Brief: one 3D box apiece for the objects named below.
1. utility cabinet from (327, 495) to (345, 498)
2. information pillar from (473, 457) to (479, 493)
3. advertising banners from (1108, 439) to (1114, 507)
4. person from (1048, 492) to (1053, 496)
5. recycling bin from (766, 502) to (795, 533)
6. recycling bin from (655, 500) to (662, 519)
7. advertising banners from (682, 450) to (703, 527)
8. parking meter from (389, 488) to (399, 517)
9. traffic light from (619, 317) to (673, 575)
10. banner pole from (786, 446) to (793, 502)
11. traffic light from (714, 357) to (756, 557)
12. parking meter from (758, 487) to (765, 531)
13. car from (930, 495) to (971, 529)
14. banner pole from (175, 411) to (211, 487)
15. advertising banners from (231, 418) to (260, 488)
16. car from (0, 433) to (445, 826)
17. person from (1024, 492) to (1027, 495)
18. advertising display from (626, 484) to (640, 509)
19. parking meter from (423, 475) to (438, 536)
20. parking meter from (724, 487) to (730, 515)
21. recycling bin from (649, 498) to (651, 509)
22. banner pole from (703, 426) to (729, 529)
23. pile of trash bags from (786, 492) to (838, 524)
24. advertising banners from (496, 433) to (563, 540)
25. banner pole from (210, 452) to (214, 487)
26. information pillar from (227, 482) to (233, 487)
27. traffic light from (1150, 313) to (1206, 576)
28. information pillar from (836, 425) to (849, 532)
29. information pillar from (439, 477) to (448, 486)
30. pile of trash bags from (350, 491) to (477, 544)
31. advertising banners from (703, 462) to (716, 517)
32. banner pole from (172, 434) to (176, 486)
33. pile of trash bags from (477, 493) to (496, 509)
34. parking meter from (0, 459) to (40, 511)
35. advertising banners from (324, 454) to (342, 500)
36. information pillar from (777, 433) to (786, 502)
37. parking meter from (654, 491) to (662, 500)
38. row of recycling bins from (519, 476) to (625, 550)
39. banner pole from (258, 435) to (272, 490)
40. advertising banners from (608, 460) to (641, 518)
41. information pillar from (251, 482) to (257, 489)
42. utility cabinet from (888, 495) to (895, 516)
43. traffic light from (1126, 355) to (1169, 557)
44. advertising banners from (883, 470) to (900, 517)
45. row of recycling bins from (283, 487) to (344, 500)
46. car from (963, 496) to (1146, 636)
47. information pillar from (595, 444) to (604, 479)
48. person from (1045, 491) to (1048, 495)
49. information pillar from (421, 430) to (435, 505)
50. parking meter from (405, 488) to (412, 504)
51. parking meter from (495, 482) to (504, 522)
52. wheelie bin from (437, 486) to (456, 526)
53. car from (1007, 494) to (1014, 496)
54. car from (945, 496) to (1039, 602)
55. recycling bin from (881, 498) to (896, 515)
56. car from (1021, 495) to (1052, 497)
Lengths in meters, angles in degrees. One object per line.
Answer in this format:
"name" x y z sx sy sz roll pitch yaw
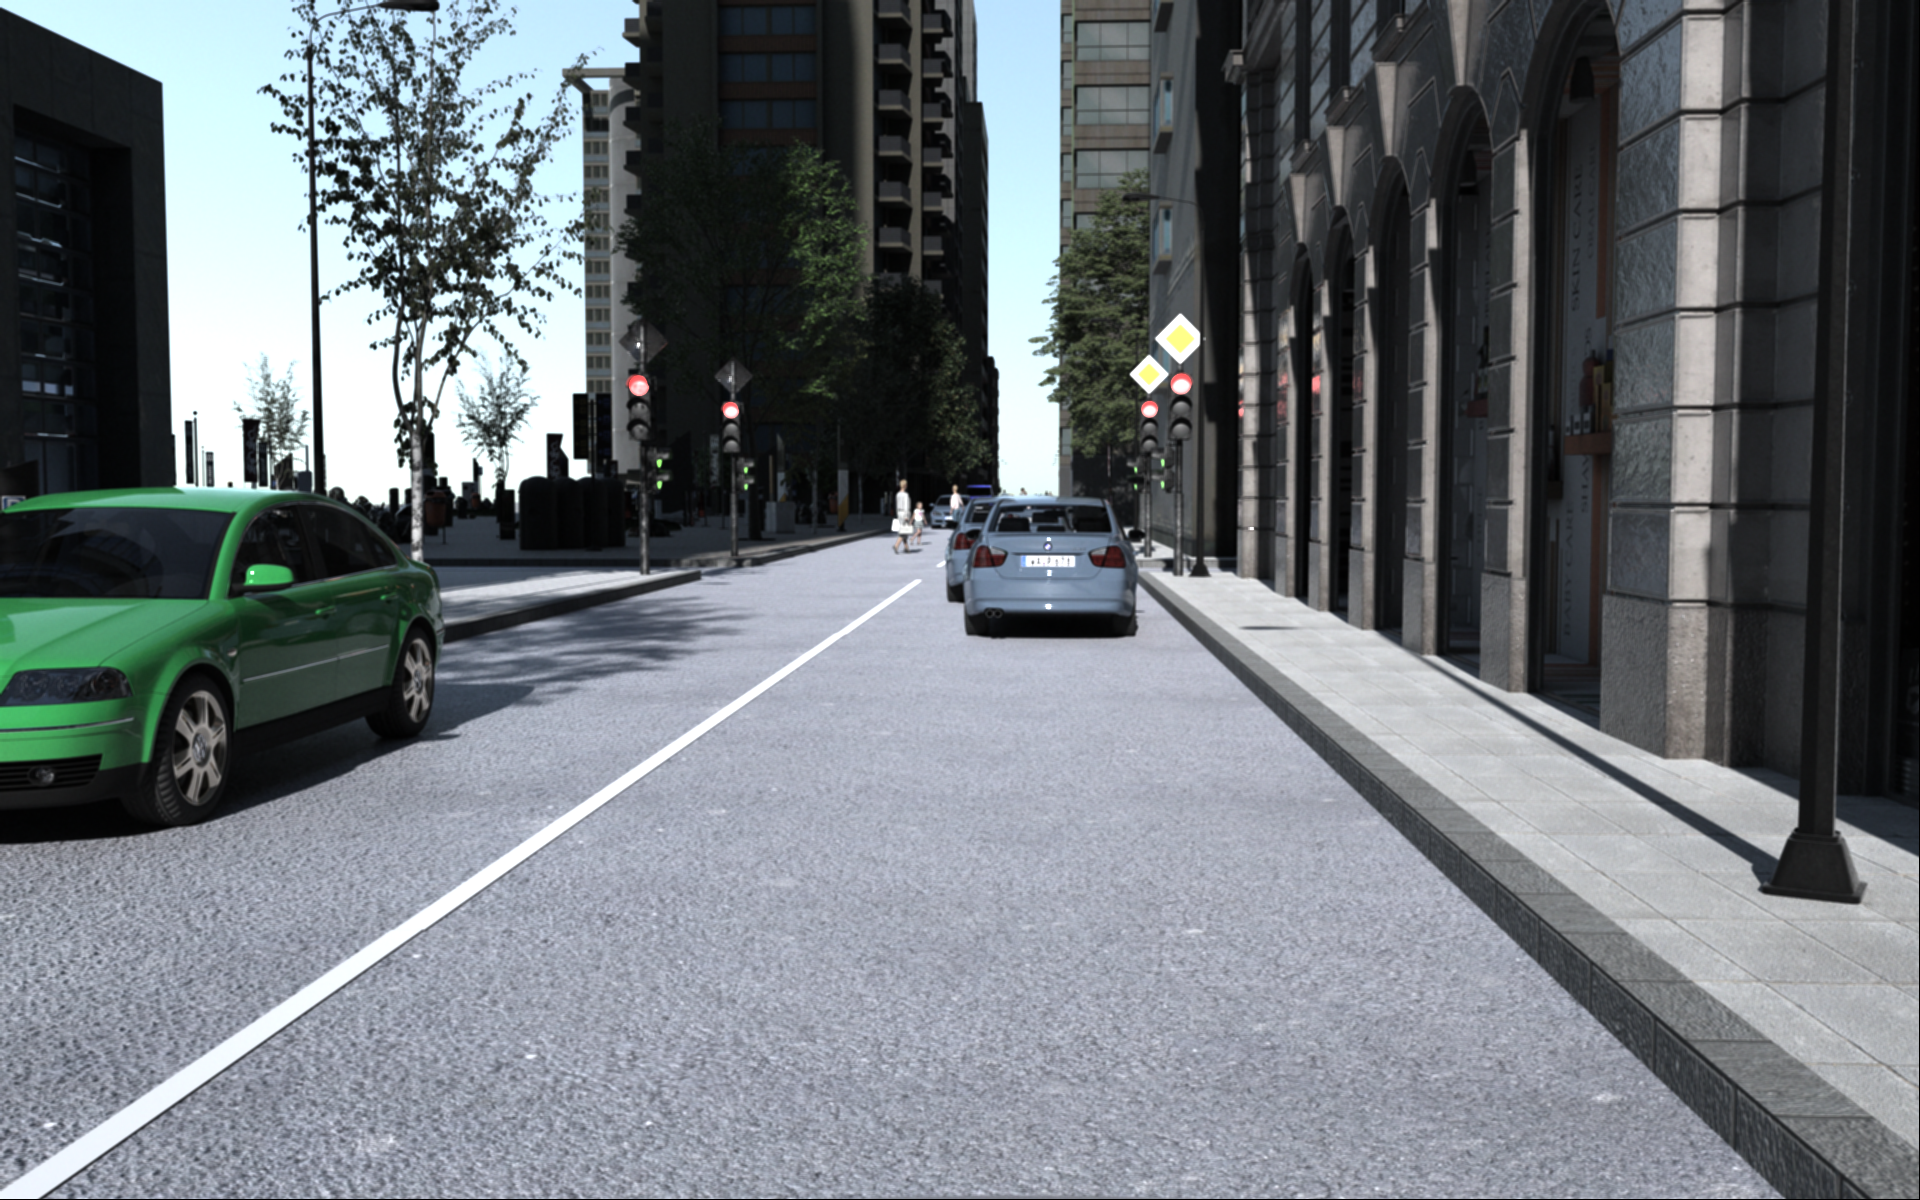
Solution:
"utility cabinet" -36.311 -5.476 100.695 1.020 1.237 0.306 -1 4 -21
"information pillar" -30.926 -7.297 110.660 0.183 3.616 0.504 1 4 21
"advertising banners" 4.762 -3.578 54.681 0.090 3.025 2.074 0 4 2
"person" 12.090 -13.613 231.601 0.617 1.759 0.750 1 4 16
"recycling bin" -5.882 -2.707 56.807 0.722 1.027 0.722 -2 4 -35
"recycling bin" -12.950 -3.873 75.870 0.722 1.027 0.722 0 4 -1
"advertising banners" -10.655 -4.429 68.604 0.090 3.025 2.074 0 4 8
"parking meter" -23.447 -3.876 71.775 0.372 1.533 0.369 0 3 0
"traffic light" -4.996 -2.356 27.445 0.839 4.253 0.868 0 4 3
"banner pole" -8.858 -6.044 88.830 0.863 3.779 0.401 1 4 14
"traffic light" -4.610 -2.844 35.420 0.839 4.253 0.868 0 4 3
"parking meter" -7.010 -3.181 60.414 0.372 1.533 0.369 0 3 0
"car" -0.242 -3.704 72.558 2.014 1.417 4.499 0 4 3
"banner pole" -23.019 -3.789 51.967 0.401 3.779 0.863 0 4 4
"advertising banners" -16.700 -2.646 39.451 0.090 3.025 2.074 2 4 24
"car" -4.122 -0.006 8.895 1.959 1.807 4.718 0 4 2
"person" 8.371 -12.767 217.963 0.721 1.743 1.217 2 4 24
"advertising display" -20.769 -6.419 110.158 0.974 1.923 0.123 2 4 24
"parking meter" -16.374 -2.929 53.608 0.255 1.863 0.399 2 4 25
"parking meter" -14.104 -6.041 104.479 0.399 1.863 0.255 2 4 29
"recycling bin" -18.891 -5.559 103.451 0.722 1.027 0.722 0 4 -1
"banner pole" -8.900 -4.510 63.754 0.863 3.779 0.401 2 4 35
"pile of trash bags" -6.269 -3.930 74.009 3.447 1.369 1.912 3 5 42
"advertising banners" -12.247 -3.255 49.403 2.074 3.025 0.090 -3 5 -39
"banner pole" -39.141 -6.121 90.089 0.401 3.779 0.863 2 4 31
"information pillar" -43.103 -5.983 102.321 0.304 2.012 0.304 -2 4 -29
"traffic light" 3.406 -2.332 27.055 0.839 4.253 0.868 0 4 3
"information pillar" -4.009 -4.156 59.301 0.183 3.616 0.504 2 4 35
"information pillar" -22.217 -4.282 74.504 0.304 2.012 0.304 -2 4 -32
"pile of trash bags" -14.596 -2.163 45.113 3.447 1.369 1.912 2 4 32
"advertising banners" -14.235 -6.057 95.213 2.074 3.025 0.090 1 4 21
"banner pole" -28.925 -4.494 63.488 0.401 3.779 0.863 0 4 3
"pile of trash bags" -28.514 -5.786 104.351 1.912 1.369 3.447 1 4 10
"parking meter" -6.902 -0.258 12.622 0.372 1.533 0.369 0 3 0
"advertising banners" -27.328 -4.837 75.278 0.090 3.025 2.074 -3 5 -42
"information pillar" -6.841 -4.590 66.401 0.183 3.616 0.504 -3 5 -41
"parking meter" -15.352 -5.051 88.290 0.399 1.863 0.255 1 4 11
"row of recycling bins" -9.130 -2.082 41.161 1.069 1.692 3.534 2 4 24
"banner pole" -29.361 -5.096 73.333 0.401 3.779 0.863 2 4 30
"advertising banners" -17.215 -5.722 89.737 2.074 3.025 0.090 -2 4 -28
"information pillar" -27.370 -4.634 67.124 0.183 3.616 0.504 -2 4 -35
"utility cabinet" -4.070 -5.561 102.076 0.306 1.237 1.020 1 4 10
"traffic light" 3.792 -2.820 35.031 0.839 4.253 0.868 0 4 3
"advertising banners" -3.890 -6.288 98.988 0.090 3.025 2.074 -2 4 -28
"row of recycling bins" -37.021 -5.629 99.150 3.534 1.692 1.069 0 4 -1
"car" 1.019 -0.415 18.794 2.014 1.417 4.499 0 4 5
"information pillar" -14.203 -4.705 68.281 0.183 3.616 0.504 2 4 24
"person" 12.615 -14.985 253.139 1.348 1.869 0.705 -3 4 -36
"information pillar" -17.143 -3.938 55.747 0.183 3.616 0.504 3 5 43
"parking meter" -23.619 -4.031 74.316 0.372 1.533 0.369 0 3 0
"parking meter" -21.340 -4.564 80.335 0.399 1.863 0.255 -1 4 -15
"wheelie bin" -20.409 -3.709 68.544 0.980 1.594 0.693 -3 5 -42
"car" 5.003 -10.394 180.167 2.015 1.641 3.980 0 4 3
"car" 0.765 -0.748 24.236 2.014 1.417 4.499 0 4 3
"recycling bin" -4.506 -5.885 108.779 0.722 1.027 0.722 2 4 26
"car" 2.020 -2.059 45.666 2.014 1.417 4.499 0 4 3
